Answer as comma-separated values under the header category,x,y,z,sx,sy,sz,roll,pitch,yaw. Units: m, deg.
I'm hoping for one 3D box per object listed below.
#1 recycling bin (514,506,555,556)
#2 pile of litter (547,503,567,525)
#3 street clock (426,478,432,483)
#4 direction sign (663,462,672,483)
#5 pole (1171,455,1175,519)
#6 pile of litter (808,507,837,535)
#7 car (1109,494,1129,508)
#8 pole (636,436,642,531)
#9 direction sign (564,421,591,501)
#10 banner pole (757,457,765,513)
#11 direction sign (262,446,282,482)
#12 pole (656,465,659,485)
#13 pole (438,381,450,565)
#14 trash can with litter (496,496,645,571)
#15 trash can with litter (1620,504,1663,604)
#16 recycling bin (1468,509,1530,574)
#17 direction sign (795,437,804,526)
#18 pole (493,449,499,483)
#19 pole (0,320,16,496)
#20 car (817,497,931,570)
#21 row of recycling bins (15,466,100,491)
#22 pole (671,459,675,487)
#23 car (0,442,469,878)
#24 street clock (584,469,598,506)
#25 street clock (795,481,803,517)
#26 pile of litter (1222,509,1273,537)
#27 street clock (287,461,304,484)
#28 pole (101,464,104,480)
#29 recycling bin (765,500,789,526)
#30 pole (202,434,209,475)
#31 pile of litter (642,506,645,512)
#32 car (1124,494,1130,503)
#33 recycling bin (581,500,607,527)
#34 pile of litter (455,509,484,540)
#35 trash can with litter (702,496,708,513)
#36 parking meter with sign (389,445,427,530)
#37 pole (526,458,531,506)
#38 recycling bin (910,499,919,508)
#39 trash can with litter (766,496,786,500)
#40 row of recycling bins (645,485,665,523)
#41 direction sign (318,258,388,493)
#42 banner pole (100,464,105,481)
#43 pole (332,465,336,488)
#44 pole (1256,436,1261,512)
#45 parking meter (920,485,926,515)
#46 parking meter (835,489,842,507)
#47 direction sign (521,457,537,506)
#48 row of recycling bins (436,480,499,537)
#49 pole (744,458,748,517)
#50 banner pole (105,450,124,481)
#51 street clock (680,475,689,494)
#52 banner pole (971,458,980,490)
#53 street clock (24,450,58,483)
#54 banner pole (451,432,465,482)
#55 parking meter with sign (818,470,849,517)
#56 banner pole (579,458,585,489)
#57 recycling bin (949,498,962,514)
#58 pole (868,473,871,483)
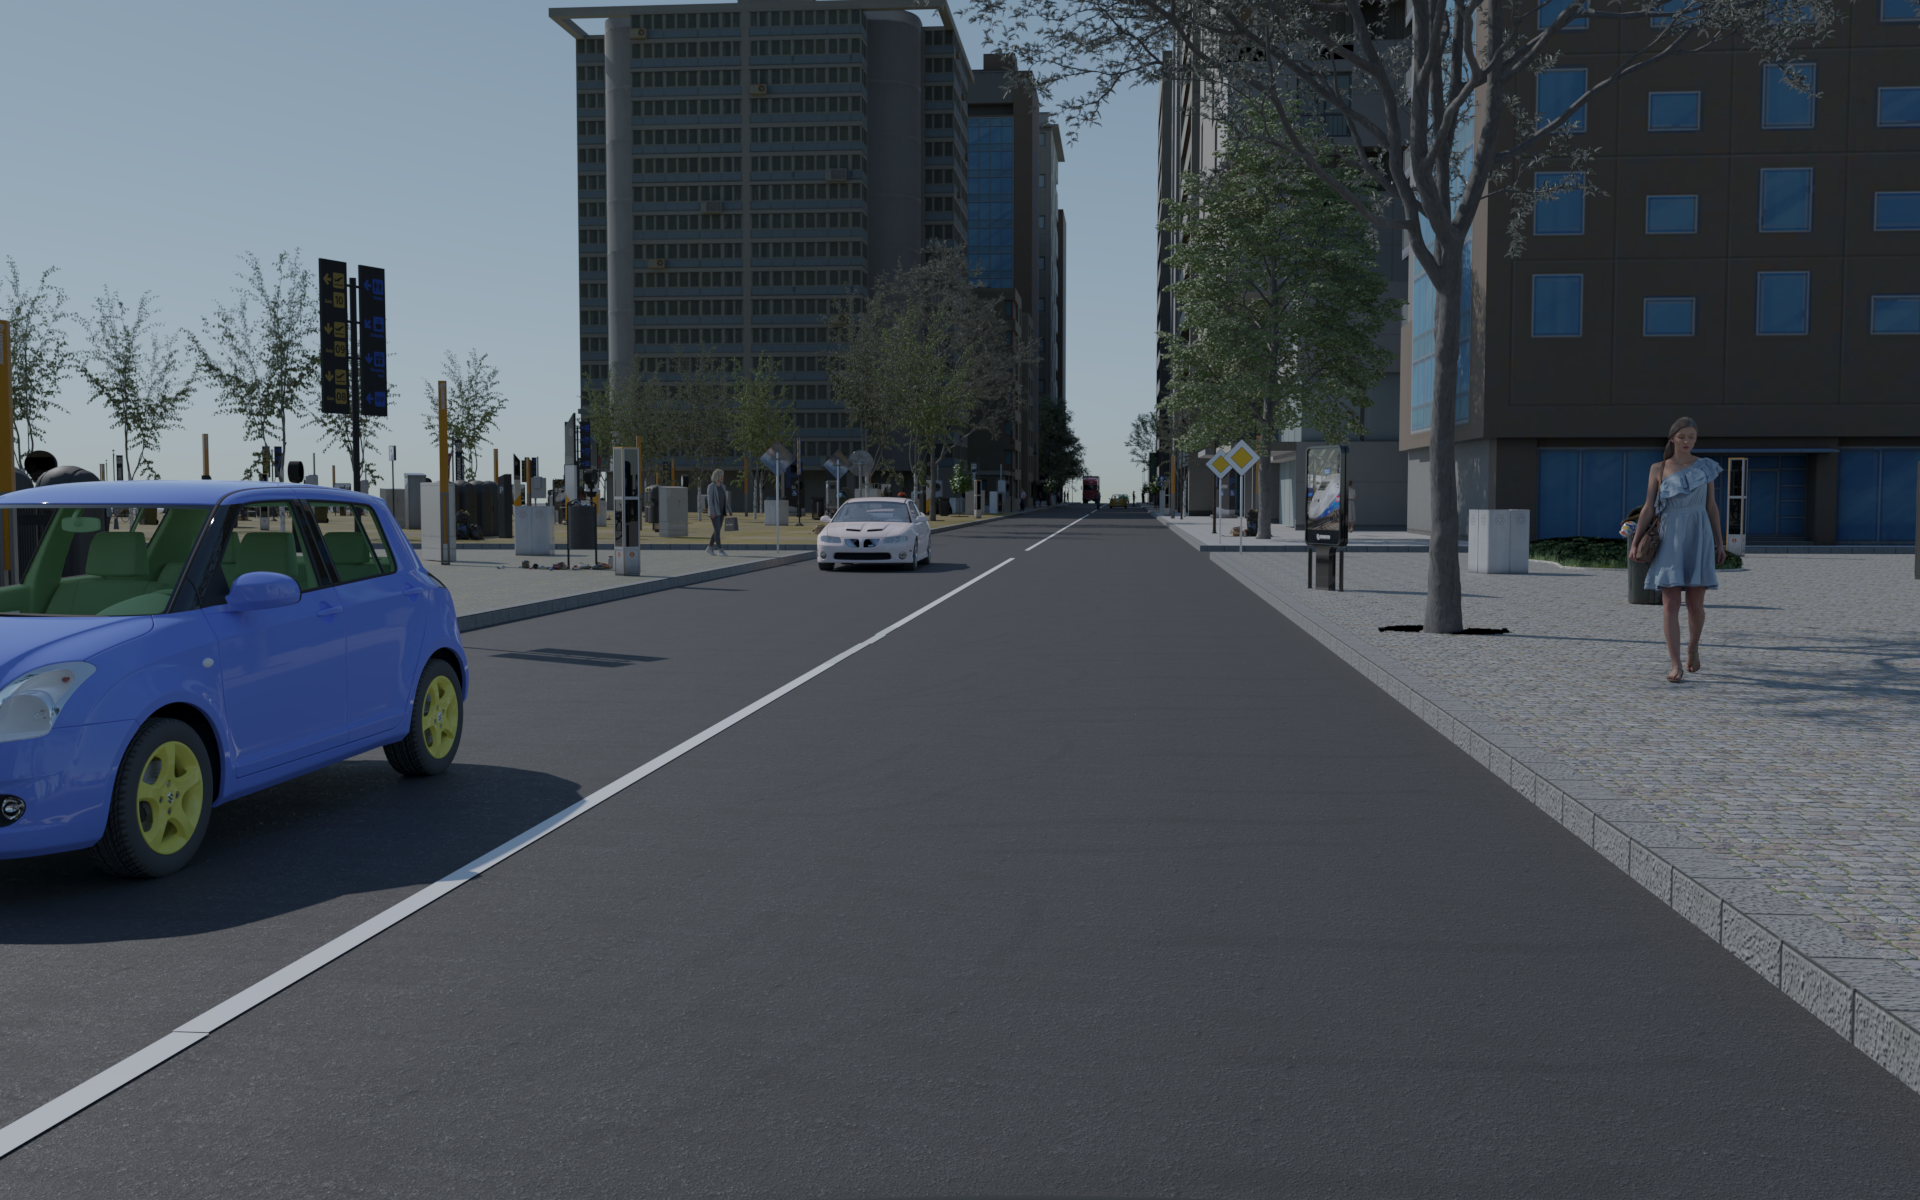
category,x,y,z,sx,sy,sz,roll,pitch,yaw
recycling bin,-8.953,-1.463,36.471,0.722,1.027,0.722,0,4,-4
pile of litter,-16.041,-3.552,72.046,1.719,0.858,1.176,1,4,10
street clock,-23.418,-4.371,76.030,0.471,2.002,0.358,0,4,6
direction sign,-20.456,-7.942,121.841,0.876,3.537,0.379,1,4,10
pole,11.119,-5.904,90.372,0.158,3.312,0.155,0,3,0
pile of litter,-4.225,-2.547,55.610,1.719,0.858,1.176,-3,5,-45
car,15.944,-10.035,174.300,2.015,1.641,3.980,0,4,7
pole,-11.259,-4.094,60.787,0.158,3.312,0.155,0,3,0
direction sign,-11.921,-3.796,54.061,0.876,3.537,0.379,1,4,15
banner pole,-13.507,-7.764,116.957,0.401,3.779,0.863,3,5,43
direction sign,-32.467,-5.494,81.825,0.876,3.537,0.379,-1,4,-22
pole,-20.969,-7.724,120.126,0.158,3.312,0.155,0,3,0
pole,-9.308,-2.287,31.233,0.158,3.312,0.155,0,3,0
trash can with litter,-6.824,-1.144,29.760,2.233,1.210,1.678,1,4,10
trash can with litter,8.056,-0.553,20.430,0.624,1.170,1.055,1,4,15
recycling bin,8.733,-0.950,28.082,0.722,1.027,0.722,-1,4,-11
direction sign,-6.451,-4.740,69.493,0.379,3.537,0.876,-1,4,-14
pole,-20.799,-5.128,77.681,0.158,3.312,0.155,0,3,0
pole,-11.244,-1.625,20.409,0.158,3.312,0.155,0,3,0
car,-1.626,-1.326,34.036,2.083,1.381,4.827,0,4,4
row of recycling bins,-13.797,-1.042,24.149,1.069,1.692,3.534,3,5,42
pole,-16.701,-6.546,100.864,0.158,3.312,0.155,0,3,0
car,-3.632,0.118,7.668,1.945,1.707,3.694,0,4,7
street clock,-10.674,-2.789,50.164,0.358,2.002,0.471,1,4,12
street clock,-8.812,-5.524,94.880,0.358,2.002,0.471,2,4,30
pile of litter,8.701,-2.351,52.409,1.719,0.858,1.176,0,4,-7
street clock,-14.531,-2.041,37.938,0.358,2.002,0.471,0,4,-4
pole,-58.283,-7.581,117.786,0.158,3.312,0.155,0,3,0
recycling bin,-7.469,-3.545,70.521,0.722,1.027,0.722,3,5,41
pole,-25.447,-3.954,58.483,0.158,3.312,0.155,0,3,0
pile of litter,-22.286,-6.475,119.827,1.719,0.858,1.176,-1,4,-13
car,25.913,-16.230,274.155,1.959,1.807,4.718,0,4,7
recycling bin,-14.461,-3.417,68.416,0.722,1.027,0.722,2,4,31
pile of litter,-14.088,-2.110,48.464,1.719,0.858,1.176,-2,4,-33
trash can with litter,-16.699,-6.327,114.838,0.624,1.170,1.055,1,4,9
parking meter with sign,-19.665,-4.058,62.607,1.738,3.016,0.543,-3,4,-36
pole,-24.476,-6.384,98.223,0.158,3.312,0.155,0,3,0
recycling bin,-2.601,-4.816,91.296,0.722,1.027,0.722,1,4,19
trash can with litter,-10.164,-5.213,96.617,1.055,1.170,0.624,0,4,7
row of recycling bins,-13.527,-4.298,77.390,1.069,1.692,3.534,-1,4,-13
direction sign,-5.959,-1.535,17.090,0.379,3.537,0.876,2,4,23
banner pole,-62.053,-8.295,125.634,0.401,3.779,0.863,1,4,20
pole,-44.110,-7.842,122.057,0.158,3.312,0.155,0,3,0
pole,10.453,-4.081,60.570,0.158,3.312,0.155,0,3,0
parking meter,-2.257,-6.131,105.949,0.255,1.863,0.399,-3,5,-45
parking meter,-6.666,-5.291,94.925,0.372,1.533,0.369,0,3,0
direction sign,-26.356,-6.995,106.361,0.379,3.537,0.876,3,5,39
row of recycling bins,-14.738,-2.742,51.938,1.069,1.692,3.534,1,4,12
pole,-12.112,-6.378,98.131,0.158,3.312,0.155,0,3,0
banner pole,-47.426,-6.575,97.526,0.401,3.779,0.863,2,4,24
street clock,-10.293,-3.682,64.767,0.358,2.002,0.471,-1,4,-21
banner pole,1.106,-7.926,119.612,0.863,3.779,0.401,2,4,25
street clock,-15.192,-1.474,28.678,0.471,2.002,0.358,-1,4,-20
banner pole,-20.302,-4.884,69.867,0.401,3.779,0.863,1,4,20
parking meter with sign,-7.116,-6.136,96.576,1.738,3.016,0.543,-1,4,-23
banner pole,-23.026,-7.013,104.679,0.863,3.779,0.401,-3,4,-39
recycling bin,-0.326,-6.161,113.280,0.722,1.027,0.722,3,5,40
pole,-5.688,-7.024,108.689,0.158,3.312,0.155,0,3,0
